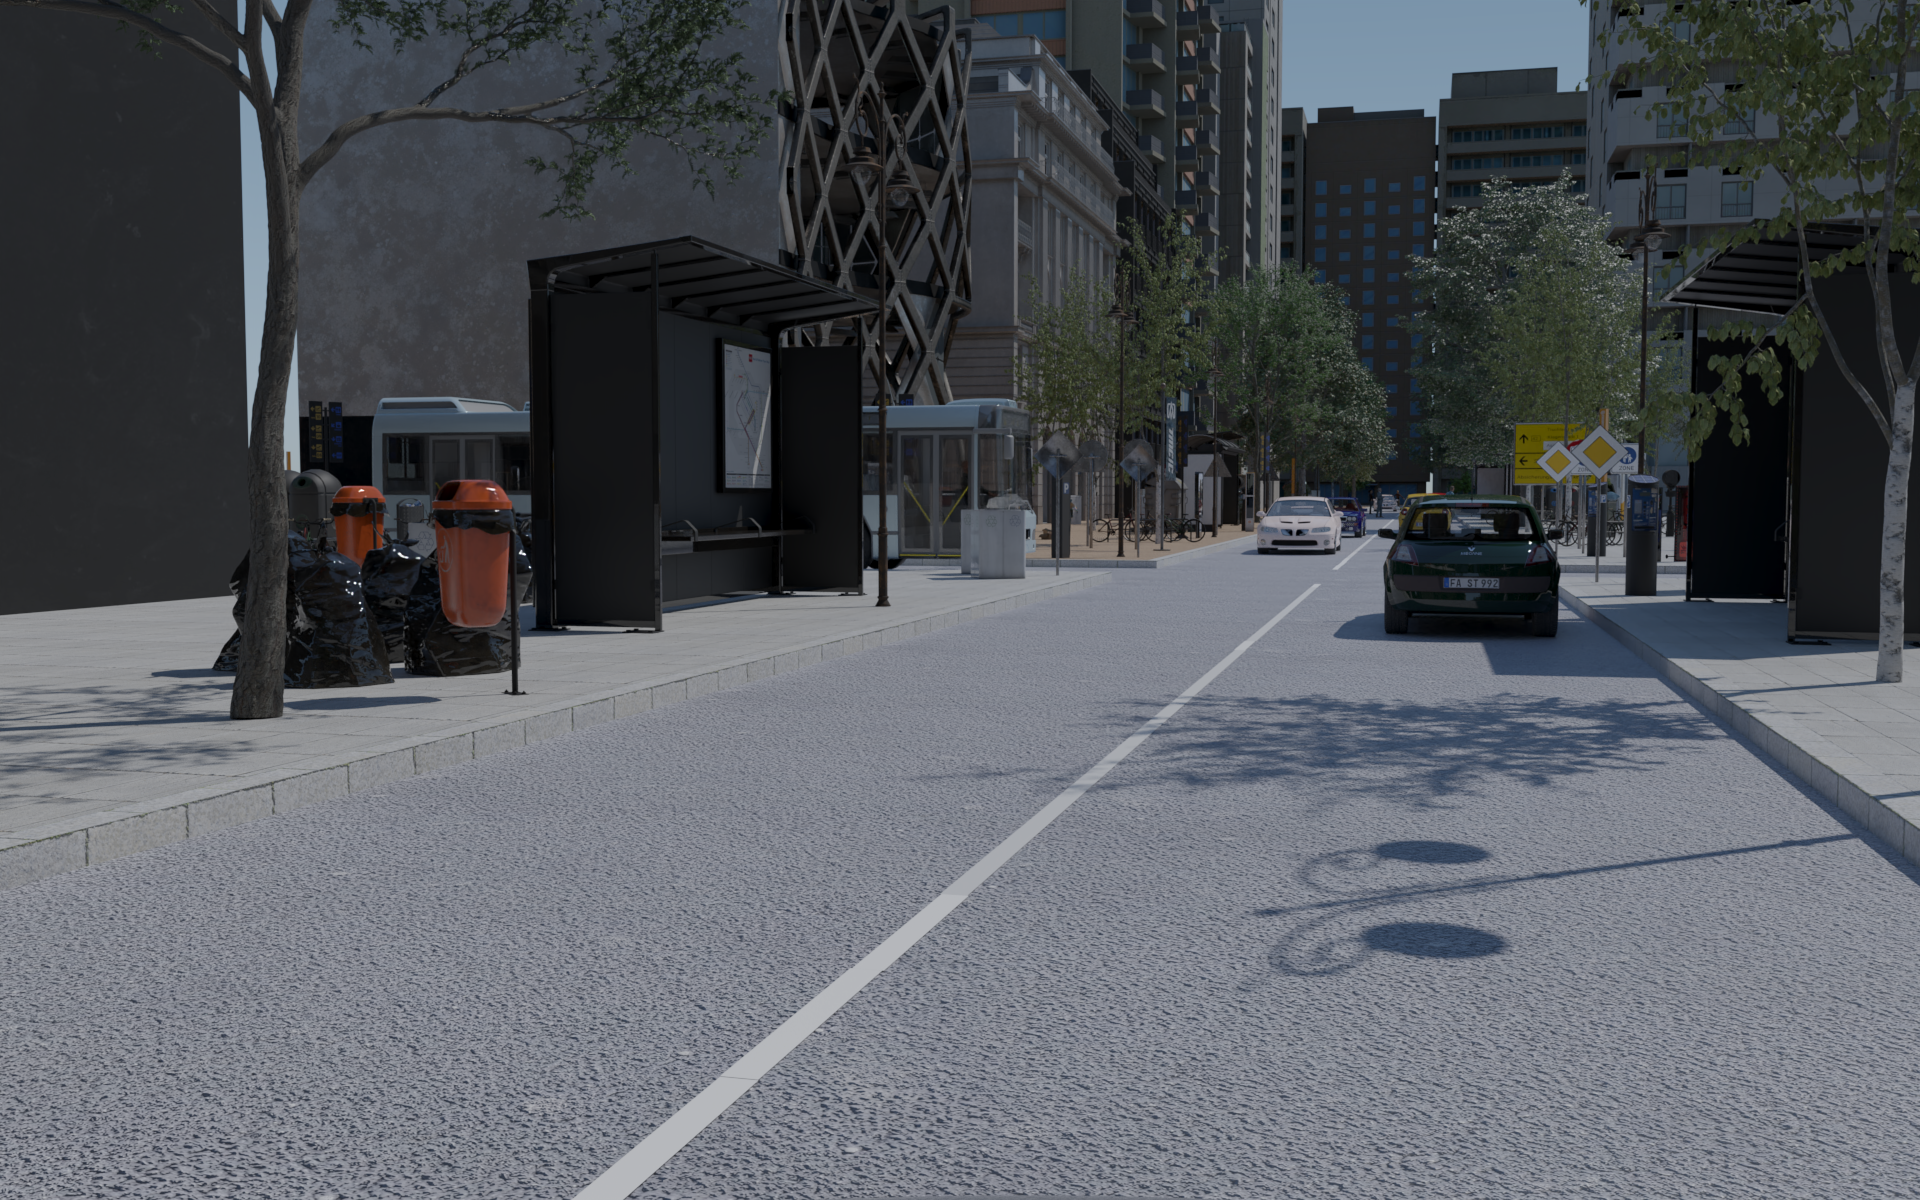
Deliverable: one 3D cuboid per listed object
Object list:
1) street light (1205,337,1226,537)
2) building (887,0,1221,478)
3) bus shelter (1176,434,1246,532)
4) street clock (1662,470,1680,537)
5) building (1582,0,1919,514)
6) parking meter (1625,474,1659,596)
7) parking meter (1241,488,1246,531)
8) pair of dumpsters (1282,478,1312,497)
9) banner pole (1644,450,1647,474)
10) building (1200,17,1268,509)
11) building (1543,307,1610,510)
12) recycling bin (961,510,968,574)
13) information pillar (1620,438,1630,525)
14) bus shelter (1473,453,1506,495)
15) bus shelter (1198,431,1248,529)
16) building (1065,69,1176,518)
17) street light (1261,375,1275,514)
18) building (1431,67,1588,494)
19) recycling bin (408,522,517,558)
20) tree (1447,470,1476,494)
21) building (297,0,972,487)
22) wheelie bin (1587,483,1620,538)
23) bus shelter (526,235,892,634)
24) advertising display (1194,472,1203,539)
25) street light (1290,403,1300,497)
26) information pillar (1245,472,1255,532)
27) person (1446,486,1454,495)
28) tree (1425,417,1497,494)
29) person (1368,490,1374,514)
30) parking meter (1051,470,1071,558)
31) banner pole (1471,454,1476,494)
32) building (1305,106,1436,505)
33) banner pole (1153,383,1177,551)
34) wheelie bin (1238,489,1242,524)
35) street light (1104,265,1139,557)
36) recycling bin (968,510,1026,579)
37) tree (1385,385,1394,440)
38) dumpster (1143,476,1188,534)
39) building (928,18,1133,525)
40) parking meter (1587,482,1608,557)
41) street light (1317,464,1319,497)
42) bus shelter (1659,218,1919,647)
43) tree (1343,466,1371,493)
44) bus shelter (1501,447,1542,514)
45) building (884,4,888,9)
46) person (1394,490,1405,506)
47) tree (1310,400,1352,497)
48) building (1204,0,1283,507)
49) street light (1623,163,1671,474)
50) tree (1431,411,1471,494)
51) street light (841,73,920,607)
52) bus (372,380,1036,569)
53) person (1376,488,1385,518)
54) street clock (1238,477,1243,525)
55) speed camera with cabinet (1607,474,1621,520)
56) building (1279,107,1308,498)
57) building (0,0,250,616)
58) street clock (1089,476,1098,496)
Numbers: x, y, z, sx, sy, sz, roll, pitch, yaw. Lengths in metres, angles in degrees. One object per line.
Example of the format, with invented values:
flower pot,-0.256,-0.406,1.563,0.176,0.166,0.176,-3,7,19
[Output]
street light,7.542,-4.798,51.234,0.468,5.910,1.993,1,4,15
building,6.943,-28.839,126.136,22.147,44.769,28.867,1,4,15
bus shelter,8.769,-4.105,61.042,2.014,3.302,5.546,1,4,15
street clock,21.282,-2.893,51.873,0.471,2.002,0.358,0,4,3
building,59.862,-32.660,123.225,28.713,52.752,27.495,1,4,15
parking meter,8.620,-0.824,21.886,0.372,1.533,0.369,0,3,0
parking meter,9.962,-3.163,60.126,0.372,1.533,0.369,0,3,0
pair of dumpsters,19.657,-6.034,101.153,1.574,2.255,4.437,1,4,15
banner pole,34.273,-5.940,87.136,0.863,3.779,0.401,-3,4,-36
building,18.159,-28.306,146.401,14.154,41.232,14.086,1,4,15
building,66.367,-18.748,151.575,27.650,21.520,28.899,1,4,15
recycling bin,0.499,-0.934,27.820,0.722,1.027,0.722,3,4,38
information pillar,27.665,-4.933,72.009,0.504,3.616,0.183,-2,4,-33
bus shelter,26.878,-5.707,87.241,2.014,3.302,5.546,1,4,15
bus shelter,10.041,-4.659,67.461,1.731,3.624,6.357,1,4,15
building,5.133,-16.499,99.442,12.332,23.373,15.834,1,4,15
street light,11.935,-5.778,67.255,0.468,5.910,1.993,1,4,15
building,66.022,-35.294,200.751,21.600,48.544,21.300,1,4,15
recycling bin,-4.416,-0.176,15.427,0.722,1.027,0.722,1,4,11
tree,35.228,-7.722,120.852,1.663,3.219,1.824,0,3,0
building,-8.360,-11.423,54.219,16.820,18.784,16.811,1,4,15
wheelie bin,18.951,-2.640,51.065,0.980,1.594,0.693,3,5,44
bus shelter,-2.481,-1.694,18.983,1.731,3.624,6.357,1,4,15
advertising display,6.931,-2.755,50.263,0.123,1.923,0.974,1,4,15
street light,16.271,-6.801,83.985,0.468,5.910,1.993,1,4,15
information pillar,9.867,-3.330,58.935,0.304,2.012,0.304,1,4,11
person,21.229,-4.052,75.090,0.444,1.785,0.601,-1,4,-21
tree,44.431,-13.338,152.495,7.601,10.594,8.767,3,4,37
person,29.050,-6.898,122.113,0.721,1.723,1.217,1,4,18
parking meter,2.024,-1.772,34.685,0.255,1.863,0.399,2,4,33
banner pole,28.630,-6.519,96.603,0.401,3.779,0.863,0,4,1
building,47.968,-33.792,202.617,14.200,45.320,14.600,1,4,15
banner pole,4.707,-3.013,39.286,0.401,3.779,0.863,3,4,36
wheelie bin,11.694,-4.014,73.538,0.693,1.594,0.980,3,5,40
street light,3.283,-3.816,35.176,0.468,5.910,1.993,1,4,15
recycling bin,0.580,-0.851,26.474,0.722,1.027,0.722,-1,4,-11
tree,28.230,-12.413,128.700,9.928,11.665,9.643,0,3,0
dumpster,6.648,-3.080,56.122,1.264,1.857,1.865,1,4,15
building,-0.582,-14.575,80.097,13.314,21.916,24.055,1,4,15
parking meter,13.076,-1.660,35.545,0.372,1.533,0.369,0,3,0
street light,20.659,-7.781,100.007,0.468,5.910,1.993,1,4,15
bus shelter,8.383,-1.608,17.575,1.731,3.624,6.357,1,4,15
tree,41.510,-12.158,182.498,4.285,4.588,4.351,0,3,0
bus shelter,25.506,-6.125,77.770,2.179,5.291,8.768,1,4,15
building,-8.756,-55.508,220.229,31.000,86.520,22.319,1,4,15
person,40.176,-9.164,158.858,1.217,1.766,0.721,2,4,33
tree,25.611,-10.329,119.236,4.360,8.622,3.978,0,3,0
building,19.823,-44.547,166.599,20.611,71.187,20.563,1,4,15
street light,9.699,-3.168,24.589,0.468,5.910,1.993,1,4,15
tree,41.657,-13.250,142.396,9.928,11.665,9.643,0,3,0
street light,-0.879,-2.863,19.604,0.468,5.910,1.993,1,4,15
bus,-4.430,-2.290,32.299,13.247,3.499,2.948,1,4,16
person,25.575,-5.906,105.240,0.590,1.801,0.661,1,4,21
street clock,11.355,-4.064,71.022,0.471,2.002,0.358,2,4,35
speed camera with cabinet,30.910,-5.281,80.684,2.038,3.252,0.660,-3,4,-38
building,31.401,-35.870,210.168,21.600,48.544,21.300,1,4,15
building,-18.295,-11.493,17.594,15.834,23.373,12.332,1,4,15
street clock,5.381,-3.988,69.768,0.358,2.002,0.471,1,4,9
